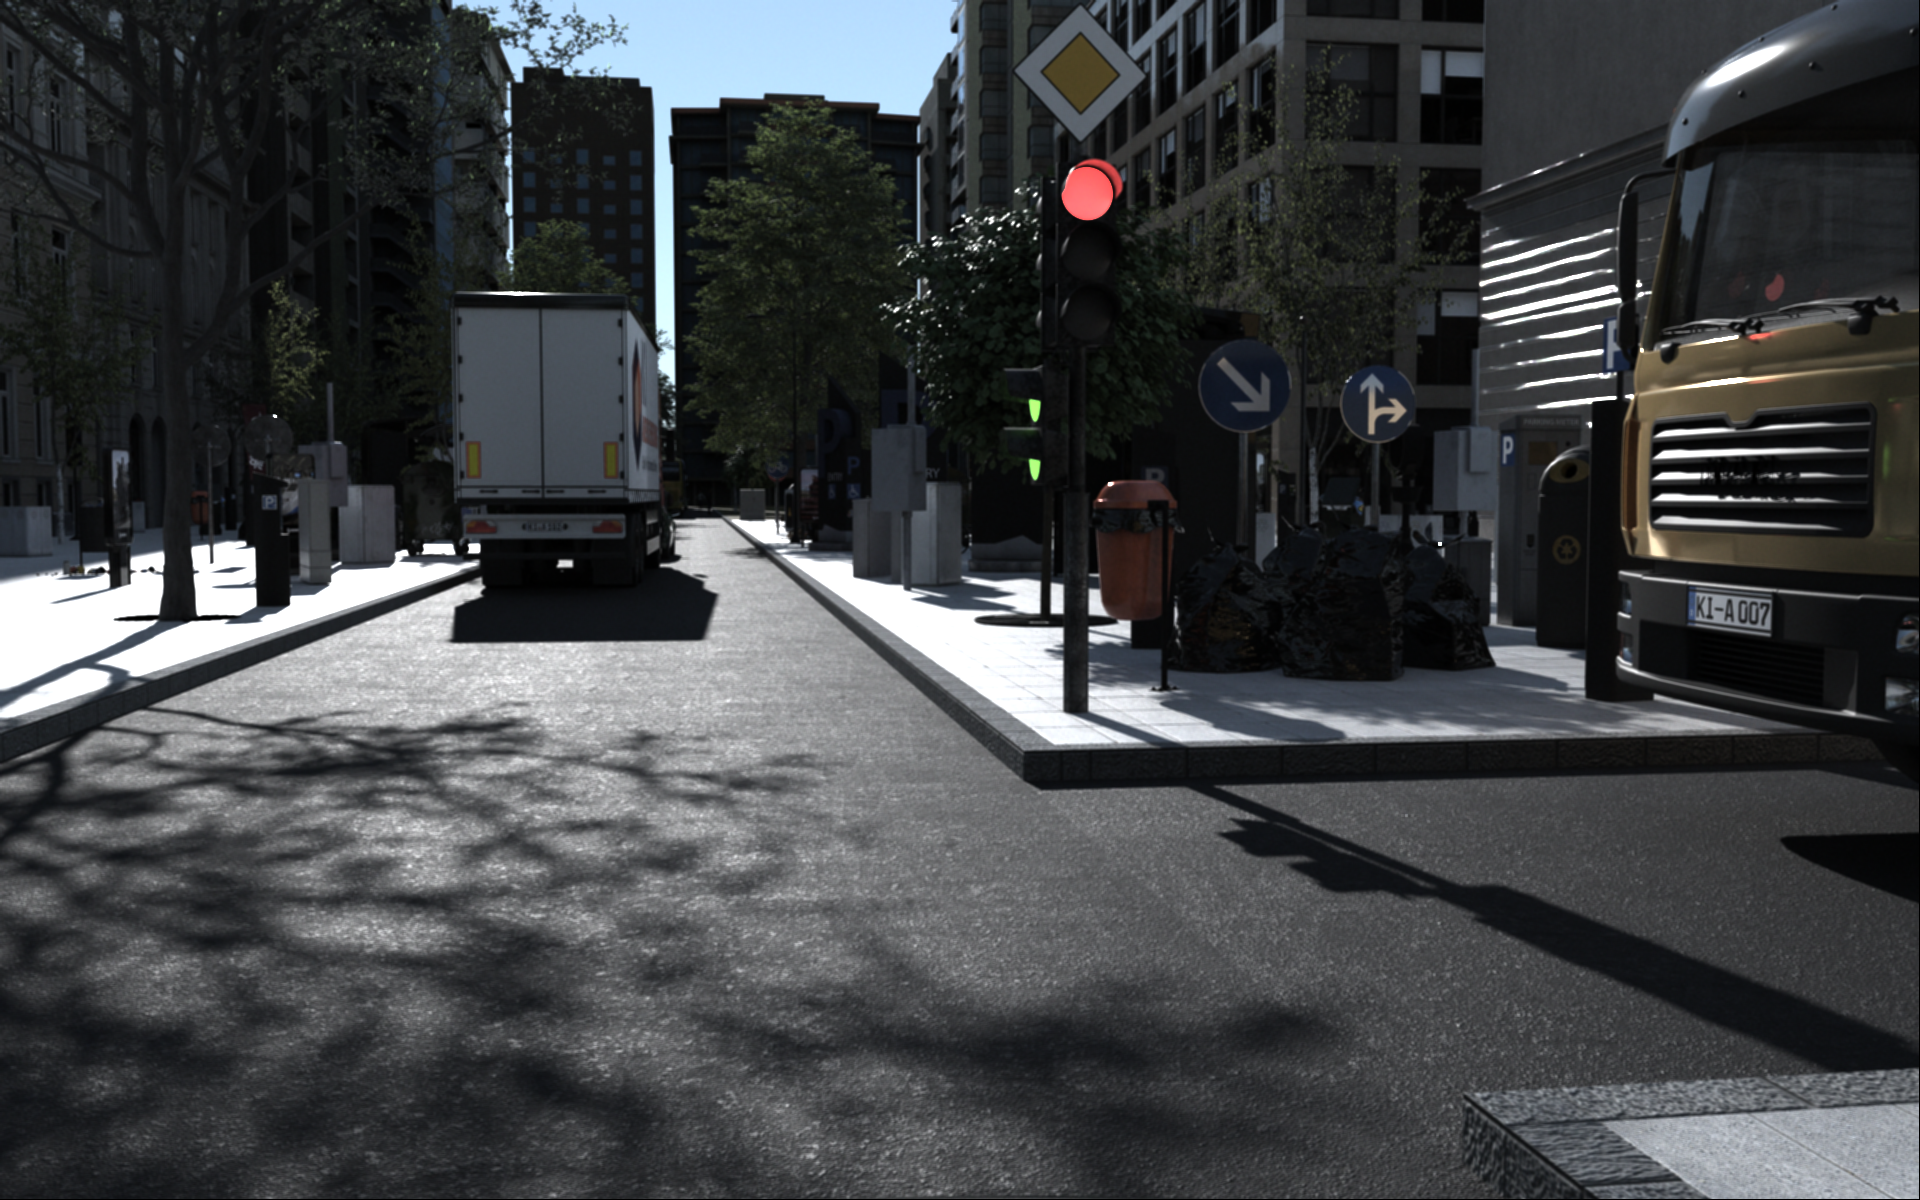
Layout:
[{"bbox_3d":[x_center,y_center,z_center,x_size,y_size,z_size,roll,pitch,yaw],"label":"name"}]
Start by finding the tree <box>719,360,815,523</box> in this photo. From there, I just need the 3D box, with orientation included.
[{"bbox_3d":[-8.407,-7.757,77.196,4.737,8.622,4.395,0,3,0],"label":"tree"}]

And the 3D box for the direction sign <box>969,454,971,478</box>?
[{"bbox_3d":[0.781,-5.512,82.114,0.876,3.537,0.379,-3,4,-37],"label":"direction sign"}]

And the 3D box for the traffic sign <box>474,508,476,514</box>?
[{"bbox_3d":[-13.703,-2.917,48.885,0.795,2.450,0.064,0,4,-8],"label":"traffic sign"}]

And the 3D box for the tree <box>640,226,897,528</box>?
[{"bbox_3d":[-6.024,-8.553,65.589,9.928,11.665,9.643,0,3,0],"label":"tree"}]

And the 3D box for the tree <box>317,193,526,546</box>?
[{"bbox_3d":[-12.512,-5.668,43.036,4.737,8.622,4.395,0,3,0],"label":"tree"}]

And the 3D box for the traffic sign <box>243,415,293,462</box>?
[{"bbox_3d":[-11.123,-1.698,27.874,0.768,2.556,0.104,0,4,-8],"label":"traffic sign"}]

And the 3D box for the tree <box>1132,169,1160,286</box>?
[{"bbox_3d":[5.547,-5.275,36.608,4.360,8.622,3.978,0,3,0],"label":"tree"}]

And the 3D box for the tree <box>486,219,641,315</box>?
[{"bbox_3d":[-16.883,-9.426,72.247,7.486,12.596,7.792,0,3,0],"label":"tree"}]

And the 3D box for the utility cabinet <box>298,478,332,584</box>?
[{"bbox_3d":[-9.276,-0.993,24.922,0.318,1.500,1.173,-2,4,-27],"label":"utility cabinet"}]

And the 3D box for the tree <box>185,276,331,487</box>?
[{"bbox_3d":[-23.205,-6.557,57.573,4.360,8.622,3.978,0,3,0],"label":"tree"}]

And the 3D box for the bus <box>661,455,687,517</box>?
[{"bbox_3d":[-18.681,-7.187,109.046,2.896,3.916,12.252,-1,4,-8],"label":"bus"}]

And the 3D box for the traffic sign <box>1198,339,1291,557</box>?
[{"bbox_3d":[2.338,-0.870,14.327,0.768,2.556,0.104,0,4,-2],"label":"traffic sign"}]

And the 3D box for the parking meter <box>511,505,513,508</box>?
[{"bbox_3d":[-17.810,-3.674,68.485,0.372,1.533,0.369,0,3,0],"label":"parking meter"}]

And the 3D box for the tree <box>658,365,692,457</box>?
[{"bbox_3d":[-27.512,-14.684,146.745,9.857,13.997,8.962,0,3,0],"label":"tree"}]

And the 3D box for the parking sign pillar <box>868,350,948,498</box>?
[{"bbox_3d":[-0.874,-2.683,32.346,1.447,3.967,1.447,0,4,3],"label":"parking sign pillar"}]

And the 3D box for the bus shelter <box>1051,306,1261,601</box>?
[{"bbox_3d":[2.393,-1.995,23.903,1.731,3.624,6.357,-1,4,-9],"label":"bus shelter"}]

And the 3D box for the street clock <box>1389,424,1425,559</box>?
[{"bbox_3d":[4.639,-0.823,18.030,0.358,2.002,0.471,0,4,-4],"label":"street clock"}]

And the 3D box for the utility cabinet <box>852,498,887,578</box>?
[{"bbox_3d":[-1.342,-0.969,27.002,0.306,1.237,1.020,1,4,22],"label":"utility cabinet"}]

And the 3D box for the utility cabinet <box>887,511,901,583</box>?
[{"bbox_3d":[-0.524,-0.870,25.380,1.020,1.237,0.306,-3,4,-37],"label":"utility cabinet"}]

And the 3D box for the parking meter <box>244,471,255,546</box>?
[{"bbox_3d":[-17.602,-2.293,43.203,0.399,1.863,0.255,-3,5,-41],"label":"parking meter"}]

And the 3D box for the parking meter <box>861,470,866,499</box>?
[{"bbox_3d":[-2.413,-2.201,41.702,0.255,1.863,0.399,-1,4,-12],"label":"parking meter"}]

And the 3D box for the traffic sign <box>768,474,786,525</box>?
[{"bbox_3d":[-7.555,-4.371,71.564,0.768,2.556,0.104,0,4,-1],"label":"traffic sign"}]

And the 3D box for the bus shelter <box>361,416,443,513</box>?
[{"bbox_3d":[-17.477,-3.883,54.763,1.731,3.624,6.357,-1,4,-9],"label":"bus shelter"}]

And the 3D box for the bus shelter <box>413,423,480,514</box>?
[{"bbox_3d":[-15.018,-3.571,52.304,2.014,3.302,5.546,-1,4,-9],"label":"bus shelter"}]

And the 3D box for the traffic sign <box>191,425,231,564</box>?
[{"bbox_3d":[-13.793,-1.942,31.853,0.768,2.556,0.104,0,4,-4],"label":"traffic sign"}]

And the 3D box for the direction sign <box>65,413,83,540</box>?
[{"bbox_3d":[-24.592,-3.433,48.126,0.876,3.537,0.379,3,4,38],"label":"direction sign"}]

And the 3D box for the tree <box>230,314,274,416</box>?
[{"bbox_3d":[-27.613,-7.390,71.181,4.737,8.622,4.395,0,3,0],"label":"tree"}]

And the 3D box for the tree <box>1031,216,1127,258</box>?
[{"bbox_3d":[2.739,-5.771,44.714,4.737,8.622,4.395,0,3,0],"label":"tree"}]

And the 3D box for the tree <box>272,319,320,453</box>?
[{"bbox_3d":[-23.238,-7.101,66.456,4.737,8.622,4.395,0,3,0],"label":"tree"}]

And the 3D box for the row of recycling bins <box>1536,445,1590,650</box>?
[{"bbox_3d":[5.654,-0.379,13.312,1.069,1.692,3.534,-1,4,-13],"label":"row of recycling bins"}]

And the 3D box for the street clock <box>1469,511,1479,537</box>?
[{"bbox_3d":[10.229,-1.828,34.460,0.471,2.002,0.358,2,4,26],"label":"street clock"}]

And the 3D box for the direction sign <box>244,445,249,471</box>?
[{"bbox_3d":[-26.544,-4.479,65.228,0.379,3.537,0.876,2,4,32],"label":"direction sign"}]

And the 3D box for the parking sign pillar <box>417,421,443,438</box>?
[{"bbox_3d":[-19.623,-4.600,63.688,1.447,3.967,1.447,-1,4,-10],"label":"parking sign pillar"}]

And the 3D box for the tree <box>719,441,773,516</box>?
[{"bbox_3d":[-12.062,-7.295,102.994,4.285,4.588,4.351,0,3,0],"label":"tree"}]

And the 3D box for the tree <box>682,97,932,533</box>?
[{"bbox_3d":[-4.246,-8.080,50.227,7.486,12.596,7.792,0,3,0],"label":"tree"}]

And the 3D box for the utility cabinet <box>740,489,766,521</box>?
[{"bbox_3d":[-9.853,-4.502,82.281,1.173,1.500,0.318,0,4,3],"label":"utility cabinet"}]

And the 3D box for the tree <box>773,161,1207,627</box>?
[{"bbox_3d":[0.785,-2.051,17.241,4.285,4.588,4.351,0,3,0],"label":"tree"}]

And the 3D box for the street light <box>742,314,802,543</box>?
[{"bbox_3d":[-4.822,-4.426,44.913,1.470,5.913,1.316,-1,4,-9],"label":"street light"}]

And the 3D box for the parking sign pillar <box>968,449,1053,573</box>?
[{"bbox_3d":[0.862,-2.471,28.870,1.447,3.967,1.447,1,4,22],"label":"parking sign pillar"}]

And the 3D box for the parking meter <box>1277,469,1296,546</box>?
[{"bbox_3d":[7.560,-2.102,40.078,0.255,1.863,0.399,-2,4,-35],"label":"parking meter"}]

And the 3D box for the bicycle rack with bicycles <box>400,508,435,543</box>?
[{"bbox_3d":[-15.125,-1.987,45.869,2.925,0.926,2.852,1,4,9],"label":"bicycle rack with bicycles"}]

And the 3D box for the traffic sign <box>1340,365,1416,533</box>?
[{"bbox_3d":[4.115,-1.044,17.173,0.768,2.556,0.104,0,4,-6],"label":"traffic sign"}]

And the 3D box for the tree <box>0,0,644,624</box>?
[{"bbox_3d":[-7.855,-6.543,17.346,12.009,13.543,11.850,0,3,0],"label":"tree"}]

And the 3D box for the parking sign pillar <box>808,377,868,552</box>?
[{"bbox_3d":[-2.729,-3.104,39.230,1.447,3.967,1.447,-2,4,-33],"label":"parking sign pillar"}]

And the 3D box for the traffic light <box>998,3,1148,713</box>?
[{"bbox_3d":[0.663,-1.295,10.094,0.839,4.253,0.868,-1,4,-9],"label":"traffic light"}]

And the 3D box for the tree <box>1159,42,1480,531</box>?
[{"bbox_3d":[6.045,-4.792,28.716,4.360,8.622,3.978,0,3,0],"label":"tree"}]

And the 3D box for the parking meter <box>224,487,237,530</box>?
[{"bbox_3d":[-25.863,-3.241,61.403,0.372,1.533,0.369,0,3,0],"label":"parking meter"}]

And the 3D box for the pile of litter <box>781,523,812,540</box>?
[{"bbox_3d":[-4.331,-2.122,48.654,1.719,0.858,1.176,-3,4,-36],"label":"pile of litter"}]

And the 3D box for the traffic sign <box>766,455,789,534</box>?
[{"bbox_3d":[-5.888,-3.414,55.919,0.768,2.556,0.104,0,4,-7],"label":"traffic sign"}]

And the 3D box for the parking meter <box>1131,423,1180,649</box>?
[{"bbox_3d":[1.625,-0.530,14.382,0.399,1.863,0.255,0,4,6],"label":"parking meter"}]

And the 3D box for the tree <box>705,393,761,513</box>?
[{"bbox_3d":[-15.228,-10.211,117.314,4.360,8.622,3.978,0,3,0],"label":"tree"}]

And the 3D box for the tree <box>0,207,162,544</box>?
[{"bbox_3d":[-22.658,-5.722,43.923,4.737,8.622,4.395,0,3,0],"label":"tree"}]

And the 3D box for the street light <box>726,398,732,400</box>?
[{"bbox_3d":[-10.870,-6.804,83.789,1.470,5.913,1.316,-1,4,-9],"label":"street light"}]

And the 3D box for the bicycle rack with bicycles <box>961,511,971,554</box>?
[{"bbox_3d":[0.910,-1.477,37.531,2.852,0.926,2.925,-2,4,-31],"label":"bicycle rack with bicycles"}]

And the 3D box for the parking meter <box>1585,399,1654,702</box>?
[{"bbox_3d":[4.137,-0.310,10.783,0.399,1.863,0.255,-1,4,-21],"label":"parking meter"}]

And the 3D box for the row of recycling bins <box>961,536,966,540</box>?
[{"bbox_3d":[-1.141,-2.591,49.468,1.069,1.692,3.534,-3,5,-41],"label":"row of recycling bins"}]
